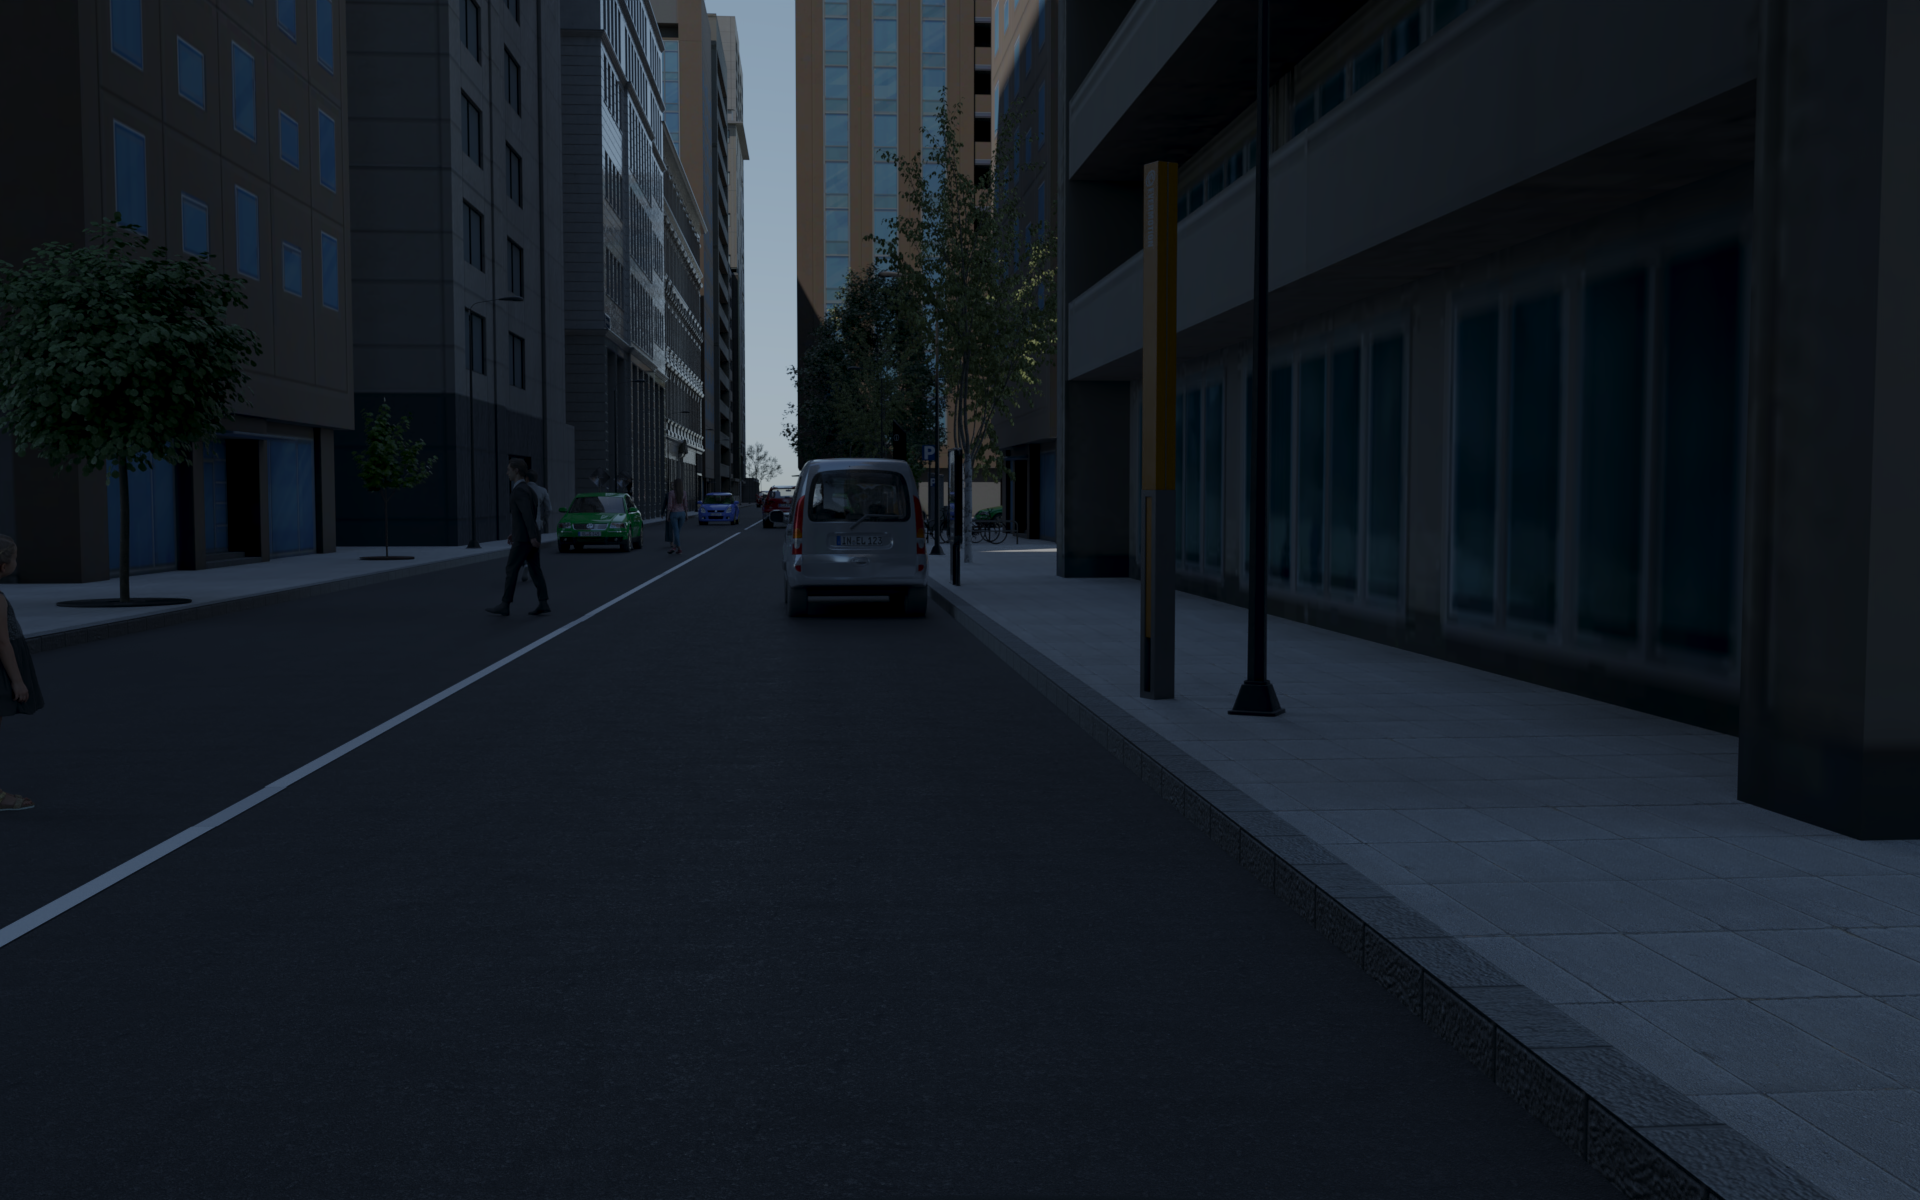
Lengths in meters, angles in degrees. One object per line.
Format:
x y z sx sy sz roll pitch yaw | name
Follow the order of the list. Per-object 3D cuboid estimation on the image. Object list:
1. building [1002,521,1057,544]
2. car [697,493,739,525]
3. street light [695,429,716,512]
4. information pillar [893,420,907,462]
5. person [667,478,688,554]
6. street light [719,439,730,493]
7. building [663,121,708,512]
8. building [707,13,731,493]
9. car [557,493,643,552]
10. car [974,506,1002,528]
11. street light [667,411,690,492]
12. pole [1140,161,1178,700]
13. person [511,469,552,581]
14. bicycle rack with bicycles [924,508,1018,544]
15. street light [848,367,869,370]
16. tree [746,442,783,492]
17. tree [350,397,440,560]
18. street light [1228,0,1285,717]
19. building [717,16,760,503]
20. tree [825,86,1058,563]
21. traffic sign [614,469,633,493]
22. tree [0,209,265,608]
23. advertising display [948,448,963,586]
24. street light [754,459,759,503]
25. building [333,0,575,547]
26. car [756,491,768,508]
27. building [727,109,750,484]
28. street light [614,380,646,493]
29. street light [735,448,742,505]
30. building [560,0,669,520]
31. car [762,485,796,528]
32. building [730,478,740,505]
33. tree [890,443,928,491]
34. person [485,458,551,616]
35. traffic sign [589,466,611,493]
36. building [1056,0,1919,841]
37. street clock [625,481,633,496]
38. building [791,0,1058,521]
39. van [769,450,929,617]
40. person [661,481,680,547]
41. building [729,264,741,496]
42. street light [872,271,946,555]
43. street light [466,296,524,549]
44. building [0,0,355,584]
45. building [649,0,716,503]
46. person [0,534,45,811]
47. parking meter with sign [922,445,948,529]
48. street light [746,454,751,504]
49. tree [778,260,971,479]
8.499 -24.436 49.636 14.600 45.320 14.200 0 4 -5 | building
-11.274 -4.368 81.013 1.945 1.707 3.694 0 4 -3 | car
-18.226 -9.221 123.297 1.470 5.913 1.316 0 4 -5 | street light
-1.909 -3.868 54.590 0.504 3.616 0.183 2 4 34 | information pillar
-6.742 -2.013 41.415 0.555 1.821 0.388 -3 5 -43 | person
-20.217 -10.644 146.569 1.470 5.913 1.316 0 4 -5 | street light
-27.172 -21.021 120.116 17.030 29.872 44.131 0 4 -5 | building
-33.724 -33.326 168.579 21.300 48.544 21.600 0 4 -5 | building
-9.106 -2.152 43.986 1.959 1.807 4.718 0 4 -5 | car
2.902 -3.703 69.334 4.718 1.807 1.959 0 4 -6 | car
-15.784 -7.606 96.906 1.470 5.913 1.316 0 4 -5 | street light
1.240 -1.036 10.788 0.158 3.312 0.155 0 3 0 | pole
-7.080 -1.241 28.637 0.661 1.843 0.795 -1 4 -17 | person
0.112 -1.914 44.670 2.925 0.926 2.852 -1 4 -21 | bicycle rack with bicycles
-3.396 -5.550 63.277 1.470 5.913 1.316 0 4 -5 | street light
-34.915 -22.484 302.017 8.767 10.594 7.601 0 4 -4 | tree
-11.275 -2.394 33.742 1.663 3.219 1.824 0 3 0 | tree
1.196 -2.286 9.917 1.470 5.913 1.316 0 4 -5 | street light
-41.656 -50.530 264.410 20.563 71.187 20.611 0 4 -5 | building
0.394 -5.002 32.152 4.737 8.622 4.395 0 3 0 | tree
-13.687 -4.087 70.472 0.795 2.450 0.064 0 4 -5 | traffic sign
-9.801 -2.221 20.033 4.285 4.588 4.351 0 3 0 | tree
-0.070 -1.181 24.516 0.123 1.923 0.974 0 4 -6 | advertising display
-27.370 -15.725 229.642 1.470 5.913 1.316 0 4 -5 | street light
-23.301 -37.385 49.504 20.611 71.187 20.563 0 4 -5 | building
-20.690 -10.809 185.394 2.281 1.827 5.304 0 4 -4 | car
-43.835 -39.807 240.084 28.713 52.752 27.495 0 4 -5 | building
-13.437 -5.980 70.312 1.470 5.913 1.316 0 4 -5 | street light
-22.449 -12.259 172.979 1.470 5.913 1.316 0 4 -5 | street light
-20.970 -18.723 83.619 11.434 29.767 29.804 0 4 -5 | building
-7.382 -4.022 74.435 2.281 1.827 5.304 0 4 -3 | car
-40.964 -30.558 191.498 32.217 40.220 23.993 0 4 -5 | building
-1.842 -3.936 58.955 1.663 3.219 1.824 0 3 0 | tree
-5.218 -0.744 20.443 0.755 1.850 0.659 0 4 5 | person
-12.996 -3.601 62.517 0.795 2.450 0.064 0 4 -5 | traffic sign
13.035 -24.011 16.284 21.300 48.544 21.600 0 4 -5 | building
-13.680 -4.099 71.582 0.358 2.002 0.471 0 4 -1 | street clock
-2.464 -27.488 99.537 14.600 45.320 14.200 0 4 -5 | building
-1.370 -0.898 21.687 2.013 2.044 4.112 0 4 -7 | van
-7.792 -2.324 46.912 0.576 1.772 0.534 -1 4 -19 | person
-34.171 -26.897 211.469 14.160 30.474 14.107 0 4 -5 | building
-1.022 -3.903 36.351 1.470 5.913 1.316 0 4 -5 | street light
-10.939 -4.172 40.748 1.470 5.913 1.316 0 4 -5 | street light
-19.687 -23.206 29.533 14.600 45.320 14.200 0 4 -5 | building
-28.909 -30.641 151.084 14.600 45.320 14.200 0 4 -5 | building
-4.386 0.321 7.915 0.373 1.253 0.362 -3 4 -37 | person
-0.840 -4.046 62.407 0.543 3.016 1.738 1 4 16 | parking meter with sign
-24.788 -13.876 199.406 1.470 5.913 1.316 0 4 -5 | street light
-4.112 -10.262 84.795 9.611 12.733 9.660 0 3 0 | tree
